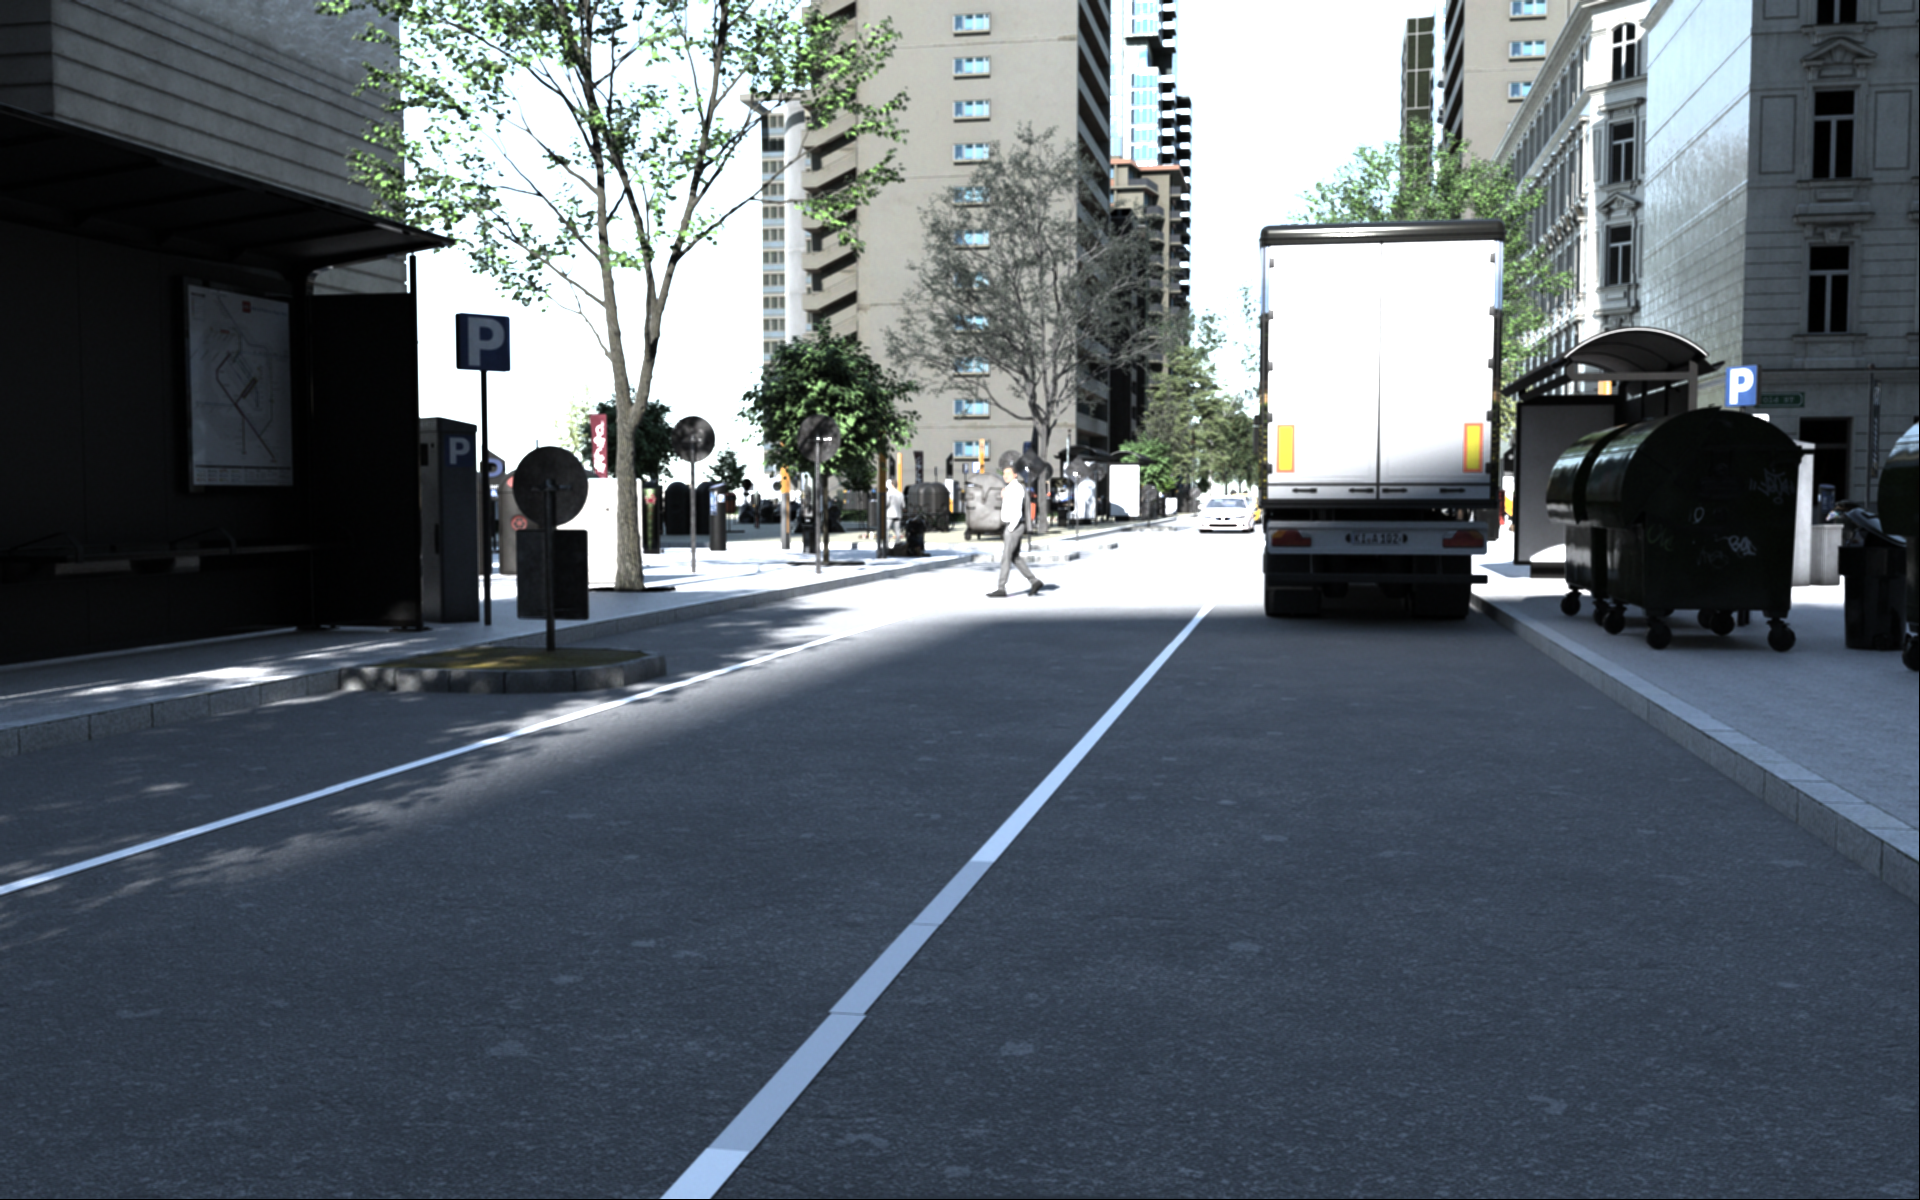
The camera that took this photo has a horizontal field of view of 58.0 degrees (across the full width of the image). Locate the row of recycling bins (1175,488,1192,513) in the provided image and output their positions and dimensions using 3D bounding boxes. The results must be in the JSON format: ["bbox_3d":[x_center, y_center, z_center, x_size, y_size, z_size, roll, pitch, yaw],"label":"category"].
[{"bbox_3d":[15.303,-6.805,118.378,1.069,1.692,3.534,0,4,2],"label":"row of recycling bins"}]

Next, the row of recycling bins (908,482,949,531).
[{"bbox_3d":[-1.183,-3.347,61.836,1.069,1.692,3.534,-1,4,-13],"label":"row of recycling bins"}]

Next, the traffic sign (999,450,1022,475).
[{"bbox_3d":[1.499,-3.087,50.585,0.768,2.556,0.104,1,4,12],"label":"traffic sign"}]

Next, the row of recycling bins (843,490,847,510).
[{"bbox_3d":[-6.747,-6.328,110.575,1.069,1.692,3.534,-1,4,-15],"label":"row of recycling bins"}]

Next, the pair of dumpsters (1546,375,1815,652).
[{"bbox_3d":[6.568,-0.834,16.128,1.574,2.255,4.437,1,4,11],"label":"pair of dumpsters"}]

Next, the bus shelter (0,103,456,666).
[{"bbox_3d":[-6.095,-1.343,13.236,1.731,3.624,6.357,1,4,11],"label":"bus shelter"}]

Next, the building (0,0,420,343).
[{"bbox_3d":[-19.832,-11.003,29.053,18.267,20.994,9.793,1,4,11],"label":"building"}]

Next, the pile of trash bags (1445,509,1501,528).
[{"bbox_3d":[19.888,-3.378,64.976,3.447,1.369,1.912,1,4,21],"label":"pile of trash bags"}]

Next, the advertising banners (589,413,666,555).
[{"bbox_3d":[-7.171,-2.505,37.149,2.074,3.025,0.090,2,4,32],"label":"advertising banners"}]

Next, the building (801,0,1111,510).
[{"bbox_3d":[-0.175,-31.211,134.000,21.300,48.544,21.600,1,4,11],"label":"building"}]

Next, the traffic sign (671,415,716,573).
[{"bbox_3d":[-4.326,-1.709,28.049,0.768,2.556,0.104,1,4,12],"label":"traffic sign"}]

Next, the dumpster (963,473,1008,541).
[{"bbox_3d":[0.830,-2.595,48.189,1.264,1.857,1.865,1,4,11],"label":"dumpster"}]

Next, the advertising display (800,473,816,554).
[{"bbox_3d":[-3.240,-1.959,37.248,0.123,1.923,0.974,-1,4,-21],"label":"advertising display"}]

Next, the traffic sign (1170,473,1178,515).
[{"bbox_3d":[12.535,-6.312,103.204,0.884,2.594,0.081,1,4,19],"label":"traffic sign"}]

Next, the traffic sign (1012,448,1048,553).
[{"bbox_3d":[1.518,-2.085,37.735,0.795,2.450,0.064,1,4,11],"label":"traffic sign"}]

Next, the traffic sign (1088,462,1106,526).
[{"bbox_3d":[5.482,-4.265,69.833,0.768,2.556,0.104,1,4,18],"label":"traffic sign"}]

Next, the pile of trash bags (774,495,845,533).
[{"bbox_3d":[-5.042,-2.989,58.621,1.912,1.369,3.447,-1,4,-13],"label":"pile of trash bags"}]

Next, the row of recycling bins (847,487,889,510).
[{"bbox_3d":[-5.278,-6.050,106.034,1.069,1.692,3.534,2,4,33],"label":"row of recycling bins"}]

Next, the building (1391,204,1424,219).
[{"bbox_3d":[67.291,-34.213,242.978,14.154,41.232,14.086,1,4,11],"label":"building"}]

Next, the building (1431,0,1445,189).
[{"bbox_3d":[68.345,-55.369,217.947,22.319,86.520,31.000,1,4,11],"label":"building"}]

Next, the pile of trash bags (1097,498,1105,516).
[{"bbox_3d":[6.829,-5.701,102.970,3.447,1.369,1.912,-1,4,-11],"label":"pile of trash bags"}]

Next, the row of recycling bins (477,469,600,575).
[{"bbox_3d":[-7.441,-1.252,27.585,3.534,1.692,1.069,-1,4,-13],"label":"row of recycling bins"}]

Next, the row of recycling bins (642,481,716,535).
[{"bbox_3d":[-9.379,-2.937,55.130,3.534,1.692,1.069,0,4,2],"label":"row of recycling bins"}]

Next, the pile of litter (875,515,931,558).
[{"bbox_3d":[-1.166,-1.339,35.863,1.176,0.858,1.719,0,4,5],"label":"pile of litter"}]

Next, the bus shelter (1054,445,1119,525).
[{"bbox_3d":[5.390,-4.905,74.118,2.014,3.302,5.546,1,4,11],"label":"bus shelter"}]

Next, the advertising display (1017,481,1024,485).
[{"bbox_3d":[3.243,-4.905,85.406,0.974,1.923,0.123,1,4,23],"label":"advertising display"}]

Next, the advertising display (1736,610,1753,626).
[{"bbox_3d":[7.800,-0.730,17.157,0.123,1.923,0.974,2,4,29],"label":"advertising display"}]

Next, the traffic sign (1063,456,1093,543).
[{"bbox_3d":[3.091,-2.564,45.564,0.795,2.450,0.064,1,4,11],"label":"traffic sign"}]

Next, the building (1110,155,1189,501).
[{"bbox_3d":[18.179,-34.986,226.646,22.147,44.769,28.867,1,4,11],"label":"building"}]

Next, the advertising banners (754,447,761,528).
[{"bbox_3d":[-7.609,-4.212,65.048,0.090,3.025,2.074,-1,4,-12],"label":"advertising banners"}]

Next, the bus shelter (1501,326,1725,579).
[{"bbox_3d":[8.703,-1.820,23.674,2.014,3.302,5.546,1,4,11],"label":"bus shelter"}]

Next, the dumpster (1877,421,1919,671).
[{"bbox_3d":[7.279,-0.560,11.645,1.502,2.255,1.985,1,4,11],"label":"dumpster"}]

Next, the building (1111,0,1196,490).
[{"bbox_3d":[24.112,-57.614,254.665,22.319,86.520,31.000,1,4,11],"label":"building"}]

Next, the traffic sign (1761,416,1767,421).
[{"bbox_3d":[10.117,-1.244,22.462,0.606,2.300,0.079,1,4,14],"label":"traffic sign"}]

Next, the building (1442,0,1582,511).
[{"bbox_3d":[50.508,-31.539,139.368,21.300,48.544,21.600,1,4,11],"label":"building"}]

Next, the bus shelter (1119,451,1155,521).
[{"bbox_3d":[8.150,-5.481,83.530,2.014,3.302,5.546,1,4,11],"label":"bus shelter"}]

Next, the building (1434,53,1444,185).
[{"bbox_3d":[56.975,-33.330,164.555,23.786,49.044,30.456,1,4,11],"label":"building"}]

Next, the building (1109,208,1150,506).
[{"bbox_3d":[11.466,-24.669,175.032,14.160,30.474,14.107,1,4,11],"label":"building"}]

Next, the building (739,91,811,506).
[{"bbox_3d":[-1.132,-28.500,157.862,32.217,40.220,23.993,1,4,11],"label":"building"}]

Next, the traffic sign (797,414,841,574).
[{"bbox_3d":[-2.263,-1.681,27.595,0.768,2.556,0.104,1,4,20],"label":"traffic sign"}]

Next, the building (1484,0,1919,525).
[{"bbox_3d":[38.810,-19.330,92.463,17.030,29.872,44.131,1,4,11],"label":"building"}]

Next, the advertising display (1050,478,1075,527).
[{"bbox_3d":[4.035,-3.853,68.207,0.974,1.923,0.123,0,4,2],"label":"advertising display"}]

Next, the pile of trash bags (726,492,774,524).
[{"bbox_3d":[-9.014,-4.030,75.638,1.912,1.369,3.447,3,4,37],"label":"pile of trash bags"}]

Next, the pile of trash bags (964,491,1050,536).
[{"bbox_3d":[1.524,-2.690,53.734,1.912,1.369,3.447,-2,4,-24],"label":"pile of trash bags"}]

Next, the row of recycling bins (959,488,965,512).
[{"bbox_3d":[1.047,-6.733,117.191,3.534,1.692,1.069,-2,4,-28],"label":"row of recycling bins"}]

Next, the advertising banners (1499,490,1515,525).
[{"bbox_3d":[22.202,-4.586,71.162,2.074,3.025,0.090,2,4,34],"label":"advertising banners"}]

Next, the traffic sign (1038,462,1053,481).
[{"bbox_3d":[3.261,-4.146,67.892,0.768,2.556,0.104,1,4,21],"label":"traffic sign"}]

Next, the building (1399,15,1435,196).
[{"bbox_3d":[74.097,-50.173,258.578,20.563,71.187,20.611,1,4,11],"label":"building"}]
